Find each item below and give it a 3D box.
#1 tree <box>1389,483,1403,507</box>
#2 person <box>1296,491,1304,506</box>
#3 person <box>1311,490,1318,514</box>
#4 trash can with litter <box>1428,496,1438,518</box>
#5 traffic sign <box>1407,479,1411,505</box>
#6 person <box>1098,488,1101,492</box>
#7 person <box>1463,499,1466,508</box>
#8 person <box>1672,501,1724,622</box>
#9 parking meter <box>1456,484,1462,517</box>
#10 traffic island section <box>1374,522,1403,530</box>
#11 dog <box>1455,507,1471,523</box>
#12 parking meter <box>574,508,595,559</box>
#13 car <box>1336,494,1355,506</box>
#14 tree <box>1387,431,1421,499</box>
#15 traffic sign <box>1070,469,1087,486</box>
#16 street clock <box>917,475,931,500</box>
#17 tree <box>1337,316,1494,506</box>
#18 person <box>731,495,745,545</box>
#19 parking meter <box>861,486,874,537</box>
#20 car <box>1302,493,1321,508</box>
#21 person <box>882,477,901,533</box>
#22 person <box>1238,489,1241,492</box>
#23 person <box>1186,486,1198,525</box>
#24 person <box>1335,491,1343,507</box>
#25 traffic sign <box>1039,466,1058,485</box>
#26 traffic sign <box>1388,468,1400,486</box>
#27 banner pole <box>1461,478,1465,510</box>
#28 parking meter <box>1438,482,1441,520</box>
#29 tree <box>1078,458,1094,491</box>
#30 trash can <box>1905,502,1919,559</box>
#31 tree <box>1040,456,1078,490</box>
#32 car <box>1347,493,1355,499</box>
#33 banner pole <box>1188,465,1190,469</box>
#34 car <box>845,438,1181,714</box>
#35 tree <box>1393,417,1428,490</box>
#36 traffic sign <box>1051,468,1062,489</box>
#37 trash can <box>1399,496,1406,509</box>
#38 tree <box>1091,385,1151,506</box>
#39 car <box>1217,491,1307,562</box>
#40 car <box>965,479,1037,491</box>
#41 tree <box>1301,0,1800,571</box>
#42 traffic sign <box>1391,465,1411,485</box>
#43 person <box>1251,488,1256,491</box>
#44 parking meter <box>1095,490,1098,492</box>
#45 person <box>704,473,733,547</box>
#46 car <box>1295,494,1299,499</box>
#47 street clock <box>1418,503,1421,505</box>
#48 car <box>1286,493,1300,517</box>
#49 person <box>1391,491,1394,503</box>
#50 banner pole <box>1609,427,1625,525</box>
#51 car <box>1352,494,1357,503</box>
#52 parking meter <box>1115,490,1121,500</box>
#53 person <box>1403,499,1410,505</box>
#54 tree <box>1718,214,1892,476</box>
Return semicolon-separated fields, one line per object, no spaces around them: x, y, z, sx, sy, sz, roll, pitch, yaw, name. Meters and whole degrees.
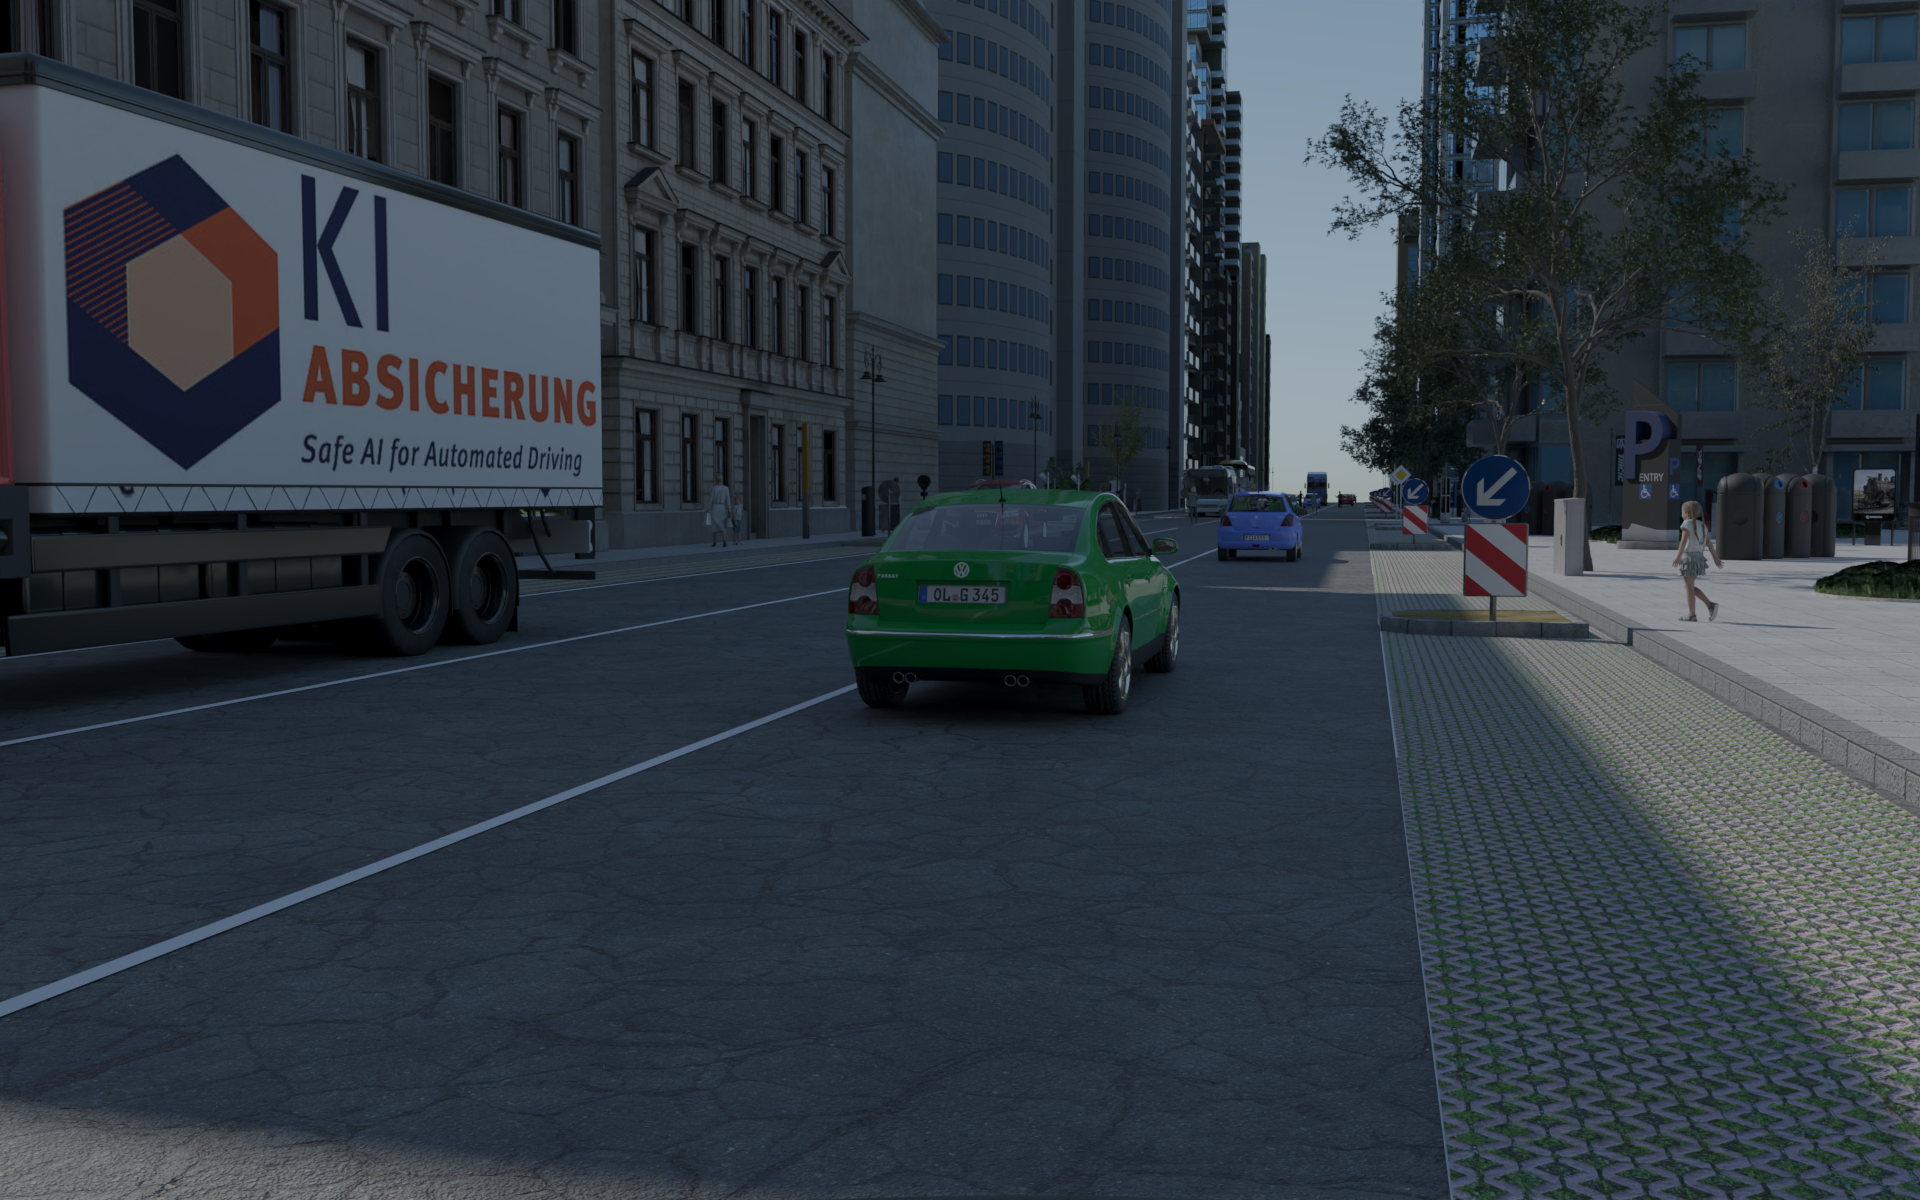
44.558;-11.127;176.526;1.663;3.219;1.824;0;3;0;tree
39.473;-11.764;200.810;0.705;1.831;1.348;-3;4;-38;person
25.228;-6.965;123.383;0.522;1.701;0.512;3;5;45;person
24.859;-4.865;90.932;0.624;1.170;1.055;0;4;-7;trash can with litter
30.353;-7.004;116.642;0.606;2.300;0.079;1;4;20;traffic sign
7.991;-5.598;99.381;0.330;1.601;0.589;1;4;19;person
44.679;-8.939;153.669;0.593;1.643;0.415;1;4;13;person
7.356;-0.384;17.330;0.505;1.210;0.382;-2;4;-35;person
27.879;-5.566;96.710;0.255;1.863;0.399;1;4;22;parking meter
19.418;-3.338;76.864;2.009;0.180;2.903;1;4;13;traffic island section
22.712;-3.897;78.093;0.800;0.831;0.513;0;4;6;dog
-7.394;-1.741;34.175;0.399;1.863;0.255;-2;4;-29;parking meter
45.588;-11.968;204.713;2.155;1.783;4.494;1;4;11;car
36.839;-11.560;139.363;4.360;8.622;3.978;0;3;0;tree
5.474;-4.761;80.033;0.795;2.593;0.064;1;4;13;traffic sign
-1.352;-3.710;65.233;0.471;2.002;0.358;1;4;15;street clock
28.733;-11.635;107.240;9.611;12.733;9.660;0;3;0;tree
-5.605;-2.019;43.743;0.332;1.250;0.352;-1;4;-22;person
-2.790;-2.686;52.321;0.372;1.533;0.369;0;3;0;parking meter
35.382;-10.069;174.225;1.945;1.707;3.694;1;4;12;car
-2.208;-3.122;56.941;0.795;1.843;0.661;-3;5;-43;person
19.280;-6.773;119.464;0.478;1.798;0.641;2;4;25;person
10.808;-4.403;80.673;0.537;1.800;0.526;0;4;6;person
40.460;-10.766;185.048;0.750;1.759;0.617;-1;4;-21;person
3.664;-4.285;72.255;0.795;2.593;0.064;1;4;13;traffic sign
19.393;-4.562;76.787;0.795;2.593;0.064;1;4;13;traffic sign
42.541;-9.572;146.517;0.401;3.779;0.863;0;4;8;banner pole
23.693;-4.864;85.236;0.255;1.863;0.399;0;4;0;parking meter
6.517;-6.034;93.257;1.663;3.219;1.824;0;3;0;tree
17.180;-1.168;30.755;0.748;1.137;0.748;0;3;0;trash can
4.668;-5.664;87.207;1.663;3.219;1.824;0;3;0;tree
54.066;-14.231;241.722;2.155;1.783;4.494;1;4;12;car
19.630;-9.702;148.643;0.401;3.779;0.863;0;4;5;banner pole
0.554;-0.244;12.784;1.959;1.807;4.718;1;4;14;car
40.215;-12.520;155.061;4.737;8.622;4.395;0;3;0;tree
4.556;-5.105;83.570;0.768;2.556;0.104;1;4;20;traffic sign
37.251;-8.198;145.698;0.748;1.137;0.748;0;3;0;trash can
11.072;-10.194;117.035;4.737;8.622;4.395;0;3;0;tree
6.639;-1.746;38.141;1.945;1.707;3.694;1;4;13;car
1.014;-2.238;45.271;2.281;1.827;5.304;1;4;11;car
10.224;-5.777;28.868;8.767;10.594;7.601;-3;4;-37;tree
17.583;-4.087;69.008;0.795;2.593;0.064;1;4;13;traffic sign
17.373;-5.726;102.308;0.728;1.800;0.709;-1;4;-10;person
8.573;-6.065;107.573;0.372;1.533;0.369;0;3;0;parking meter
-5.859;-2.175;41.950;0.694;1.780;0.624;-1;4;-10;person
47.004;-14.109;242.680;2.014;1.417;4.499;1;4;12;car
26.383;-5.805;99.485;0.358;2.002;0.471;1;4;19;street clock
20.360;-6.108;108.655;1.959;1.807;4.718;1;4;12;car
60.643;-14.489;242.958;0.705;1.821;1.348;-2;4;-31;person
24.575;-4.574;64.805;0.401;3.779;0.863;-3;5;-39;banner pole
64.486;-16.926;285.771;2.155;1.783;4.494;1;4;11;car
9.644;-5.954;105.754;0.372;1.533;0.369;0;3;0;parking meter
35.433;-7.989;137.014;0.694;1.780;0.624;1;4;21;person
22.742;-5.865;46.251;4.360;8.622;3.978;0;3;0;tree
